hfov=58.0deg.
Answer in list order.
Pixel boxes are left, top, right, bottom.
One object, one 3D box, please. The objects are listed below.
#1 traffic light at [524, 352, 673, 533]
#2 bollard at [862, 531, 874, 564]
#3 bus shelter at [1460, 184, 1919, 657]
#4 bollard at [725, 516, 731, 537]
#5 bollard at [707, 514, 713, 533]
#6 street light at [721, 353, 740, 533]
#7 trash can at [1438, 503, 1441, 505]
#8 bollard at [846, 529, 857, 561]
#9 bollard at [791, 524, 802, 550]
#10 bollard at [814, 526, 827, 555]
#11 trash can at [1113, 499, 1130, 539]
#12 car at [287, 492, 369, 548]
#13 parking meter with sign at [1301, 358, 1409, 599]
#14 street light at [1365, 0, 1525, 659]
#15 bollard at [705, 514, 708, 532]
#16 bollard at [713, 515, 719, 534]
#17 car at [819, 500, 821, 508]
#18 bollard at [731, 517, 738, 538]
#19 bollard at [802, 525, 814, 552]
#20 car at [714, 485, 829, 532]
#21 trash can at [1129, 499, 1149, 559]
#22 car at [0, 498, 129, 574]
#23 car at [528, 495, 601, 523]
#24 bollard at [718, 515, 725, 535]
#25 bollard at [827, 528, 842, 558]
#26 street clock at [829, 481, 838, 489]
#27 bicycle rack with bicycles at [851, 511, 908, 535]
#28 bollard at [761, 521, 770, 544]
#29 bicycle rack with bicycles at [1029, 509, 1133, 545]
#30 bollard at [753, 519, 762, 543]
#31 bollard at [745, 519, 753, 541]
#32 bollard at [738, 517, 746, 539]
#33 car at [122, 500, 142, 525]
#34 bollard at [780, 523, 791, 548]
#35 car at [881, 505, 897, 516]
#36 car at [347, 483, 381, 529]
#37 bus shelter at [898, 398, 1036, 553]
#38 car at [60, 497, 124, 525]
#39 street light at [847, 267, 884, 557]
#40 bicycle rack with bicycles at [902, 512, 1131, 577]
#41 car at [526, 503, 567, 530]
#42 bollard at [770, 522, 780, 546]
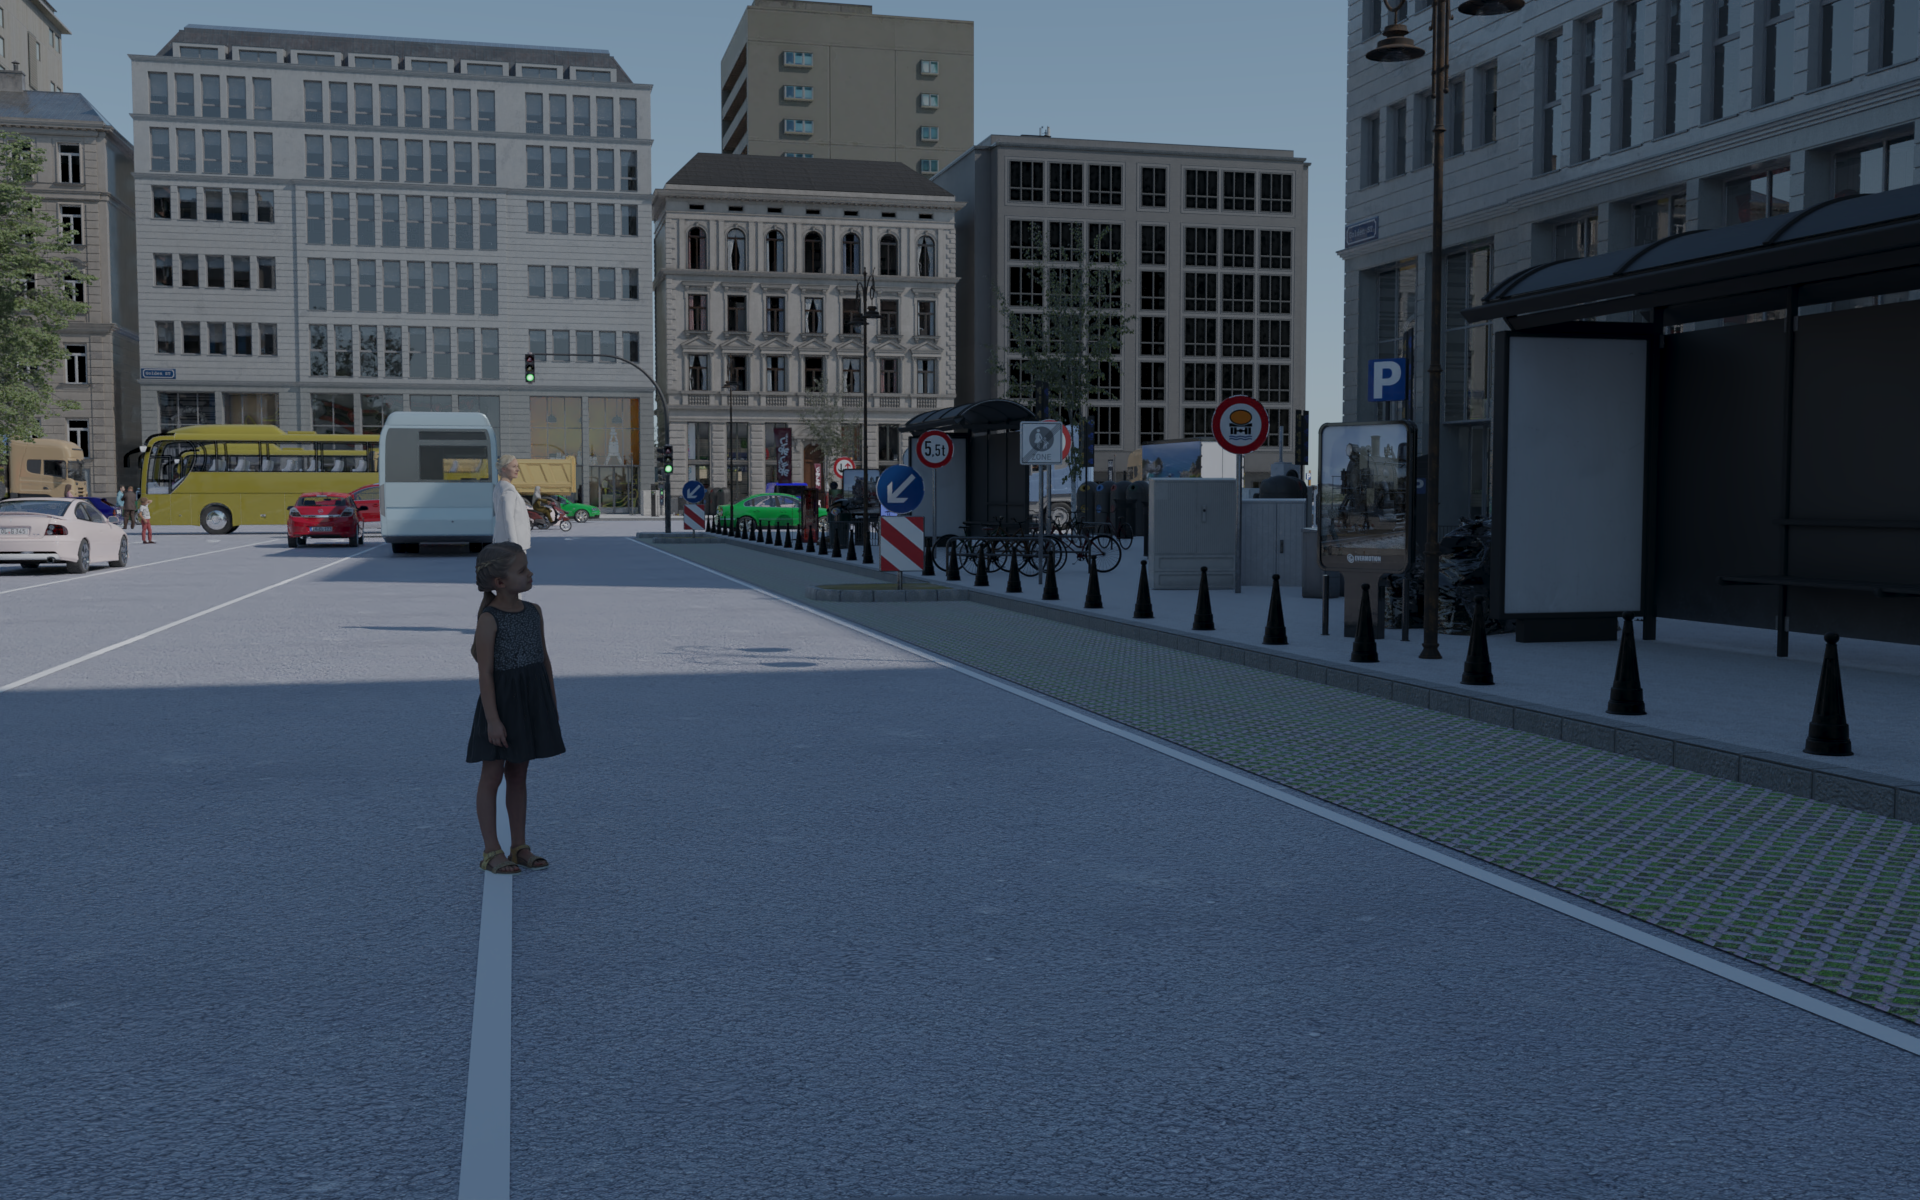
[{"bbox_3d":[-11.644,-4.989,56.246,4.771,5.953,1.251,-1,4,-14],"label":"traffic light"},{"bbox_3d":[-1.694,-0.971,31.924,0.229,0.601,0.229,0,3,0],"label":"bollard"},{"bbox_3d":[5.970,-1.141,12.581,2.014,3.302,5.546,-1,4,-14],"label":"bus shelter"},{"bbox_3d":[-6.888,-2.210,52.170,0.229,0.601,0.229,0,3,0],"label":"bollard"},{"bbox_3d":[-8.085,-2.494,56.825,0.229,0.601,0.229,0,3,0],"label":"bollard"},{"bbox_3d":[-7.517,-5.145,56.914,0.468,5.910,1.993,-1,4,-14],"label":"street light"},{"bbox_3d":[31.999,-6.405,116.382,0.748,1.137,0.748,0,3,0],"label":"trash can"},{"bbox_3d":[-2.097,-1.068,33.499,0.229,0.601,0.229,0,3,0],"label":"bollard"},{"bbox_3d":[-3.697,-1.449,39.729,0.229,0.601,0.229,0,3,0],"label":"bollard"},{"bbox_3d":[-2.894,-1.257,36.599,0.229,0.601,0.229,0,3,0],"label":"bollard"},{"bbox_3d":[4.751,-2.326,49.679,0.748,1.137,0.748,0,3,0],"label":"trash can"},{"bbox_3d":[-17.524,-2.379,47.932,2.155,1.783,4.494,-1,4,-16],"label":"car"},{"bbox_3d":[4.945,-1.560,21.773,0.543,3.016,1.738,3,5,43],"label":"parking meter with sign"},{"bbox_3d":[3.674,-2.481,13.348,0.468,5.910,1.993,-1,4,-14],"label":"street light"},{"bbox_3d":[-8.483,-2.590,58.380,0.229,0.601,0.229,0,3,0],"label":"bollard"},{"bbox_3d":[-7.689,-2.400,55.274,0.229,0.601,0.229,0,3,0],"label":"bollard"},{"bbox_3d":[-9.213,-4.441,84.977,4.827,1.381,2.083,-1,4,-15],"label":"car"},{"bbox_3d":[-6.492,-2.115,50.619,0.229,0.601,0.229,0,3,0],"label":"bollard"},{"bbox_3d":[-3.291,-1.352,38.150,0.229,0.601,0.229,0,3,0],"label":"bollard"},{"bbox_3d":[-6.230,-3.165,60.542,4.718,1.807,1.959,-1,4,-14],"label":"car"},{"bbox_3d":[3.909,-1.367,34.000,0.748,1.137,0.748,0,3,0],"label":"trash can"},{"bbox_3d":[-16.941,-1.218,32.284,2.083,1.381,4.827,-1,4,-13],"label":"car"},{"bbox_3d":[-20.318,-4.740,86.303,4.718,1.807,1.959,-1,4,-16],"label":"car"},{"bbox_3d":[-7.289,-2.304,53.719,0.229,0.601,0.229,0,3,0],"label":"bollard"},{"bbox_3d":[-2.497,-1.163,35.049,0.229,0.601,0.229,0,3,0],"label":"bollard"},{"bbox_3d":[-7.163,-5.737,98.372,0.471,2.002,0.358,-1,4,-10],"label":"street clock"},{"bbox_3d":[-2.281,-2.485,54.012,2.925,0.926,2.852,-3,5,-45],"label":"bicycle rack with bicycles"},{"bbox_3d":[-4.895,-1.734,44.399,0.229,0.601,0.229,0,3,0],"label":"bollard"},{"bbox_3d":[2.433,-1.662,40.555,2.852,0.926,2.925,-1,4,-19],"label":"bicycle rack with bicycles"},{"bbox_3d":[-5.297,-1.829,45.951,0.229,0.601,0.229,0,3,0],"label":"bollard"},{"bbox_3d":[-5.694,-1.925,47.508,0.229,0.601,0.229,0,3,0],"label":"bollard"},{"bbox_3d":[-6.095,-2.019,49.059,0.229,0.601,0.229,0,3,0],"label":"bollard"},{"bbox_3d":[-36.717,-4.239,81.105,4.920,1.459,2.131,-1,4,-13],"label":"car"},{"bbox_3d":[-4.100,-1.545,41.298,0.229,0.601,0.229,0,3,0],"label":"bollard"},{"bbox_3d":[-3.590,-4.275,79.489,3.694,1.707,1.945,-1,4,-13],"label":"car"},{"bbox_3d":[-19.430,-3.000,57.722,5.304,1.827,2.281,-1,4,-15],"label":"car"},{"bbox_3d":[0.146,-2.781,39.398,2.014,3.302,5.546,-1,4,-14],"label":"bus shelter"},{"bbox_3d":[-33.096,-3.141,63.933,3.894,1.354,1.945,-1,4,-16],"label":"car"},{"bbox_3d":[-1.933,-3.830,35.411,0.468,5.910,1.993,-1,4,-14],"label":"street light"},{"bbox_3d":[0.851,-0.874,27.677,2.925,0.926,2.852,2,4,23],"label":"bicycle rack with bicycles"},{"bbox_3d":[-18.334,-3.526,70.010,4.827,1.381,2.083,-1,4,-12],"label":"car"},{"bbox_3d":[-4.496,-1.640,42.849,0.229,0.601,0.229,0,3,0],"label":"bollard"}]
